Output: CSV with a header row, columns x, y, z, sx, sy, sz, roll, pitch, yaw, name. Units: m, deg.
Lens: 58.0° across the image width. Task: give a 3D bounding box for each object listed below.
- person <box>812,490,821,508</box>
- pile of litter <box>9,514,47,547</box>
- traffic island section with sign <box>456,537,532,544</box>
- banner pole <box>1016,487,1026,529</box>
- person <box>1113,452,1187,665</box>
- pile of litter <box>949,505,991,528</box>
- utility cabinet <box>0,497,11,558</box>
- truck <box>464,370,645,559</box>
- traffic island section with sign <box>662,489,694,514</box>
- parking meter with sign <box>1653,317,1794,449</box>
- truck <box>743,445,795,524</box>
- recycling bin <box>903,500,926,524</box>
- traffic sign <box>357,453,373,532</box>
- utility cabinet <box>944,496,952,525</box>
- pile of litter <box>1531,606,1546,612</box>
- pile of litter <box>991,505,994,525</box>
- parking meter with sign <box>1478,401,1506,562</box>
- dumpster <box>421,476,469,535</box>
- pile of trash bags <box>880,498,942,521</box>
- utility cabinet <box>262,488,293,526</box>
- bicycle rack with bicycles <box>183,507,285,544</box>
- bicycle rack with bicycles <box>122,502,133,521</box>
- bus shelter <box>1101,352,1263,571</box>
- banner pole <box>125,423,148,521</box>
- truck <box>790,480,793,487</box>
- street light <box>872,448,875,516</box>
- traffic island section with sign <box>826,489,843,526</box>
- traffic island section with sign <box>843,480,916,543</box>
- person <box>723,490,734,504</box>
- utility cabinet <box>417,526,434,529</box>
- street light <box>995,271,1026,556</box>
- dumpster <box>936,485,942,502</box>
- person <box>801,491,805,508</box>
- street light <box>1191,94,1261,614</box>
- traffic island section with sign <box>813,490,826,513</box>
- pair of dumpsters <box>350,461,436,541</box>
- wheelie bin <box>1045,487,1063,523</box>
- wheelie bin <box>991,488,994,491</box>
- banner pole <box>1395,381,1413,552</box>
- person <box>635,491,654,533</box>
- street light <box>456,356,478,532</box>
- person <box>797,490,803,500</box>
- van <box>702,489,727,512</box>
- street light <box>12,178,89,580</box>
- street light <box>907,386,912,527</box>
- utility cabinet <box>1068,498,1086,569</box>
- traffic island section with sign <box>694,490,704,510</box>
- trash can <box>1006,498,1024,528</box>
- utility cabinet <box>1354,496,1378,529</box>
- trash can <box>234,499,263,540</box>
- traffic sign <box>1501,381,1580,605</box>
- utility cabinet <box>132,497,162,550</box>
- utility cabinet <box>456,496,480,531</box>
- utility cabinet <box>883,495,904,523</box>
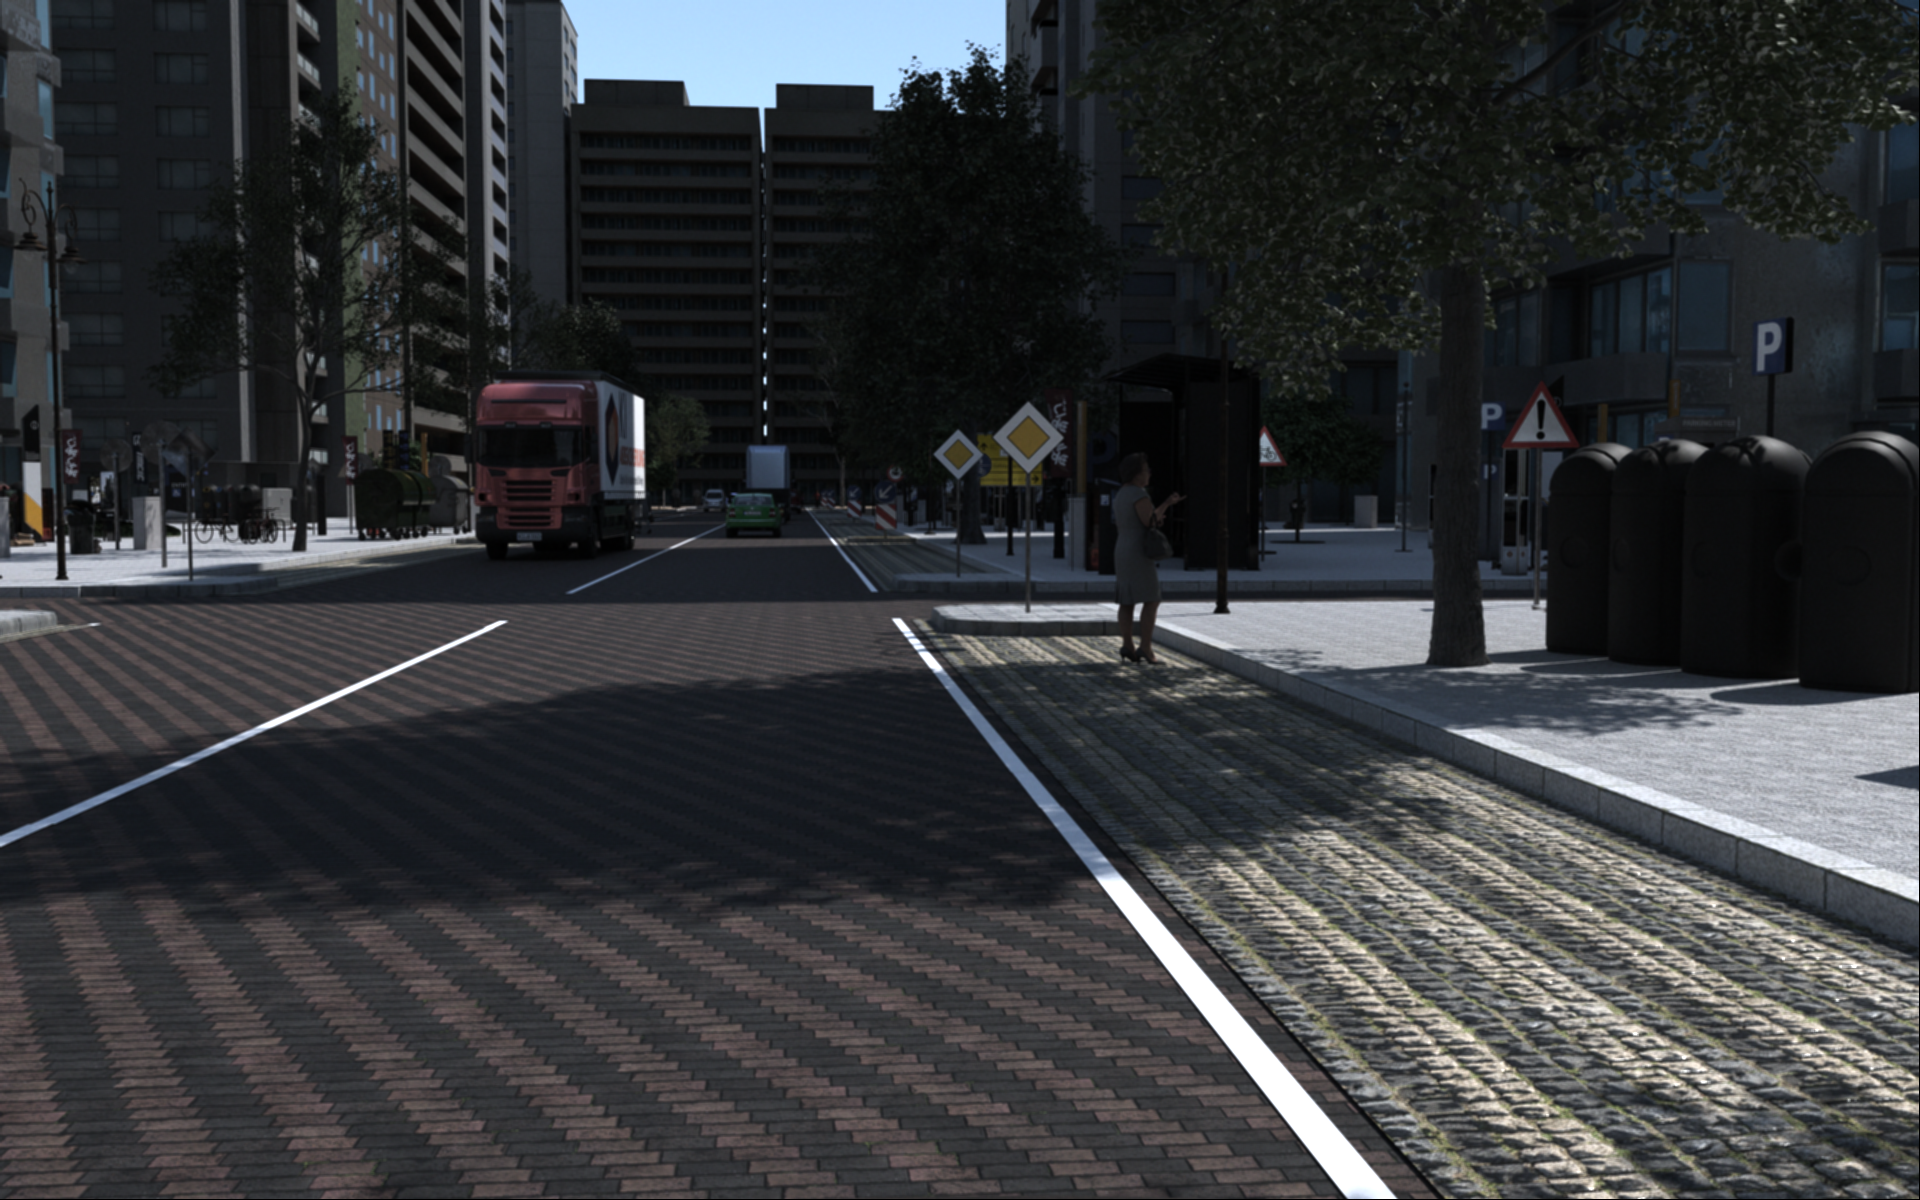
x,y,z,sx,sy,sz,roll,pitch,yaw,name
-13.270,-9.343,161.201,1.348,1.831,0.705,-3,5,-40,person
-23.269,-1.742,42.449,1.719,0.858,1.176,-3,5,-43,pile of litter
-13.415,-2.539,50.140,1.989,1.847,2.006,0,4,-5,traffic island section with sign
2.361,-4.502,63.632,0.401,3.779,0.863,2,4,30,banner pole
1.597,-0.347,14.535,0.532,1.782,0.716,-1,4,-19,person
0.109,-3.166,65.731,1.176,0.858,1.719,3,4,37,pile of litter
-19.283,-1.417,34.324,0.306,1.237,1.020,0,4,5,utility cabinet
-9.446,-3.221,41.585,2.839,4.237,11.283,0,4,-4,truck
-20.745,-7.237,126.948,1.989,1.847,2.006,0,4,-5,traffic island section with sign
7.283,-1.282,17.214,1.738,3.016,0.543,-1,4,-9,parking meter with sign
-10.144,-6.131,90.000,2.967,4.110,18.799,0,4,-5,truck
-1.960,-3.811,74.868,0.722,1.027,0.722,-3,5,-44,recycling bin
-18.463,-3.256,53.335,0.768,2.556,0.104,0,4,-3,traffic sign
-0.510,-3.671,71.190,0.306,1.237,1.020,0,4,-5,utility cabinet
7.142,-0.324,19.260,1.719,0.858,1.176,0,4,-6,pile of litter
1.308,-3.500,71.182,1.719,0.858,1.176,1,4,22,pile of litter
10.297,-2.278,33.512,0.543,3.016,1.738,1,4,20,parking meter with sign
-16.443,-3.023,55.178,1.264,1.857,1.865,0,4,-5,dumpster
-2.782,-5.049,92.305,3.447,1.369,1.912,-3,5,-43,pile of trash bags
-26.924,-3.651,68.378,0.318,1.500,1.173,2,4,29,utility cabinet
-18.913,-1.975,45.670,2.852,0.926,2.925,1,4,12,bicycle rack with bicycles
-38.873,-4.174,81.632,2.925,0.926,2.852,0,4,1,bicycle rack with bicycles
3.977,-2.487,31.953,1.731,3.624,6.357,0,4,-5,bus shelter
-28.966,-4.333,60.859,0.863,3.779,0.401,-2,4,-32,banner pole
-16.122,-9.906,150.875,2.839,4.237,11.283,0,4,-4,truck
-5.071,-7.856,101.234,0.468,5.910,1.993,0,4,-5,street light
-4.905,-4.244,78.017,1.989,1.847,2.006,0,4,-5,traffic island section with sign
-2.341,-2.603,51.184,1.989,1.847,2.006,0,4,-5,traffic island section with sign
-17.777,-7.625,133.890,1.217,1.735,0.721,-2,4,-27,person
-19.299,-3.108,61.983,1.020,1.237,0.306,0,4,-2,utility cabinet
1.047,-3.867,36.017,0.468,5.910,1.993,0,4,-5,street light
-0.860,-5.707,99.072,1.264,1.857,1.865,0,4,-6,dumpster
-16.199,-10.258,176.900,0.721,1.739,1.217,3,4,37,person
2.819,-2.794,18.464,0.468,5.910,1.993,0,4,-5,street light
-9.673,-7.301,127.992,1.989,1.847,2.006,0,4,-5,traffic island section with sign
-16.179,-2.873,49.459,1.574,2.255,4.437,0,4,-5,pair of dumpsters
4.191,-4.272,77.756,0.980,1.594,0.693,3,5,43,wheelie bin
1.946,-5.397,96.149,0.980,1.594,0.693,-2,4,-23,wheelie bin
9.956,-2.985,38.816,0.401,3.779,0.863,1,4,10,banner pole
-11.515,-3.325,62.960,0.694,1.812,0.767,-3,5,-39,person
-16.499,-5.215,58.053,0.468,5.910,1.993,0,4,-5,street light
-12.595,-7.802,136.591,0.721,1.766,1.217,1,4,12,person
-19.871,-8.159,140.409,2.013,2.044,4.112,0,4,-4,van
-13.445,-3.239,25.753,0.468,5.910,1.993,0,4,-5,street light
-1.992,-5.843,68.318,0.468,5.910,1.993,0,4,-5,street light
2.168,-1.169,30.281,0.306,1.237,1.020,-1,4,-12,utility cabinet
-23.310,-8.878,153.782,1.989,1.847,2.006,0,4,-5,traffic island section with sign
2.089,-3.310,65.775,0.748,1.137,0.748,0,3,0,trash can
15.045,-3.243,64.184,0.306,1.237,1.020,-2,4,-24,utility cabinet
-20.054,-2.276,48.864,0.748,1.137,0.748,0,3,0,trash can
6.684,-1.223,20.005,0.884,2.594,0.081,0,4,4,traffic sign
-18.851,-1.773,40.157,0.306,1.237,1.020,0,4,-5,utility cabinet
-17.404,-3.065,61.268,0.306,1.237,1.020,2,4,35,utility cabinet
-2.879,-4.029,77.038,1.020,1.237,0.306,1,4,9,utility cabinet
